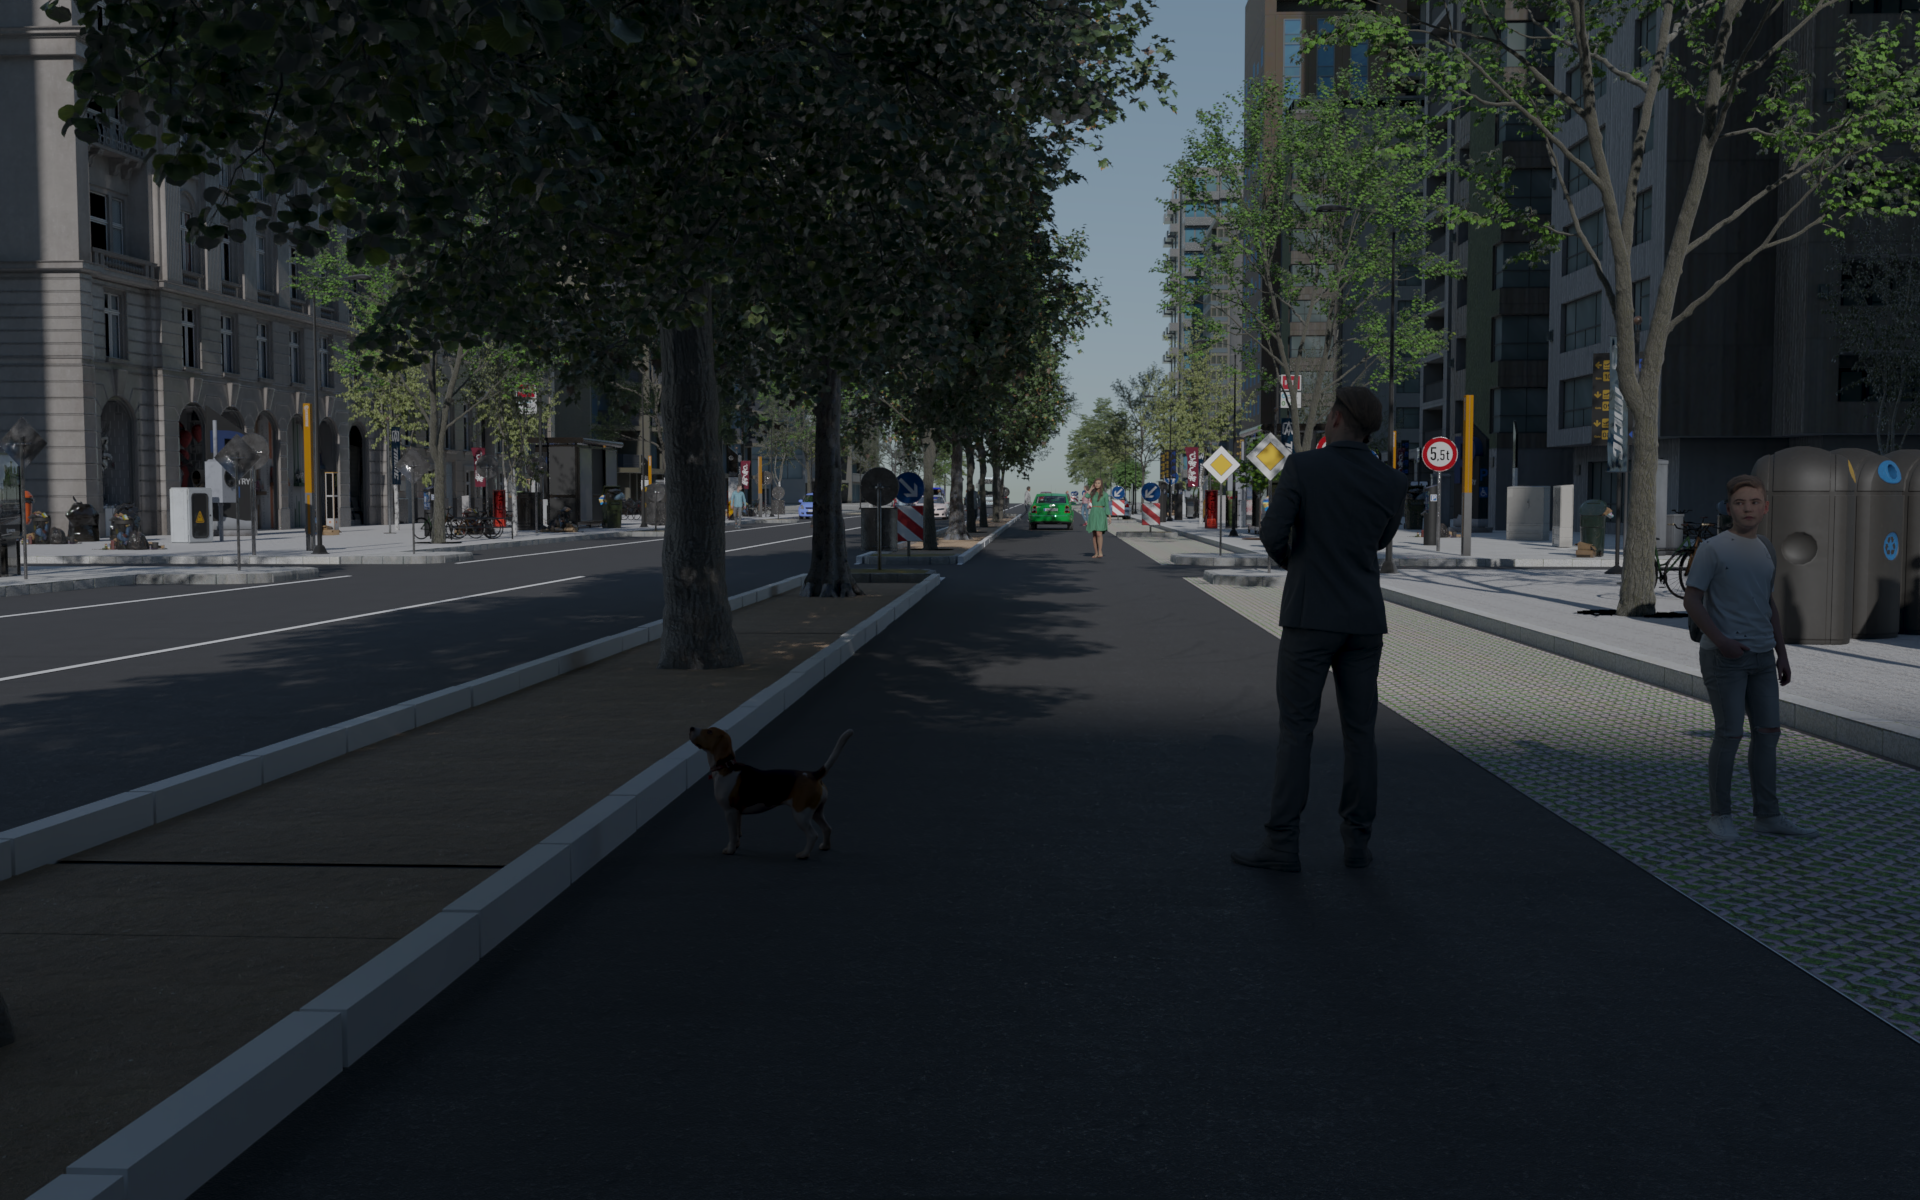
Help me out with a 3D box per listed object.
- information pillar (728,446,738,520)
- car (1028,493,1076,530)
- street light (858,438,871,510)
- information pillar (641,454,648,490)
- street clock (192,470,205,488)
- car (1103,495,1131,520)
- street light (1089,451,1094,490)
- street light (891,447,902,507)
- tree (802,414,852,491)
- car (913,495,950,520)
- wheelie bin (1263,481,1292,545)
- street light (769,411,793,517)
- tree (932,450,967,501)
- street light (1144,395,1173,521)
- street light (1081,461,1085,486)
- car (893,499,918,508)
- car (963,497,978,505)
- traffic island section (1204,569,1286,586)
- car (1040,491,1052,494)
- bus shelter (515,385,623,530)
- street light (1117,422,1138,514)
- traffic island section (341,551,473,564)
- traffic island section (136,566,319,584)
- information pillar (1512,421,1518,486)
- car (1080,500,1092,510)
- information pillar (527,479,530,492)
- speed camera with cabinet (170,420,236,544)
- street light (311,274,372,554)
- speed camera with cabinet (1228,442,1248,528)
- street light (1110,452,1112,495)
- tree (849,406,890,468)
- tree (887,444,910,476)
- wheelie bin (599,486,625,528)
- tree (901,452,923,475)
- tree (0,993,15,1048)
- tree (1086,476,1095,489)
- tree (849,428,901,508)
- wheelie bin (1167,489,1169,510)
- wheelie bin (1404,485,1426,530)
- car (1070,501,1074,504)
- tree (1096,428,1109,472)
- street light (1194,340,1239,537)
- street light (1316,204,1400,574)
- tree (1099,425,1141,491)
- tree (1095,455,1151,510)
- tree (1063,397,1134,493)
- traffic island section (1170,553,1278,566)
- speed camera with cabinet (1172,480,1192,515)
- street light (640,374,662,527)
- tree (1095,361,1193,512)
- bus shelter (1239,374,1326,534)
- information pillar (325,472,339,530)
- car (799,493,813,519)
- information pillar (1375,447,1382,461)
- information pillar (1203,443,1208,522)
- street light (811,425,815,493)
[{"bbox_3d":[-11.161,-5.741,85.212,0.504,3.616,0.183,0,4,5],"label":"information pillar"},{"bbox_3d":[3.732,-3.771,70.451,1.959,1.807,4.718,0,4,4],"label":"car"},{"bbox_3d":[-7.690,-10.419,142.893,1.470,5.913,1.316,0,4,3],"label":"street light"},{"bbox_3d":[-18.587,-6.778,102.177,0.504,3.616,0.183,1,4,21],"label":"information pillar"},{"bbox_3d":[-22.574,-2.868,51.470,0.471,2.002,0.358,2,4,33],"label":"street clock"},{"bbox_3d":[8.286,-5.007,93.875,2.014,1.417,4.499,0,4,1],"label":"car"},{"bbox_3d":[14.617,-13.098,186.691,1.470,5.913,1.316,0,4,3],"label":"street light"},{"bbox_3d":[-6.214,-12.218,172.304,1.470,5.913,1.316,0,4,3],"label":"street light"},{"bbox_3d":[-9.884,-10.883,128.292,4.737,8.622,4.395,0,3,0],"label":"tree"},{"bbox_3d":[-1.609,-5.238,98.000,2.083,1.381,4.827,0,4,2],"label":"car"},{"bbox_3d":[7.596,-1.995,40.527,0.980,1.594,0.693,0,4,-1],"label":"wheelie bin"},{"bbox_3d":[-9.949,-7.577,96.421,1.470,5.913,1.316,0,4,3],"label":"street light"},{"bbox_3d":[-2.233,-21.278,266.017,7.486,12.596,7.792,0,3,0],"label":"tree"},{"bbox_3d":[9.317,-6.649,81.256,1.470,5.913,1.316,0,4,3],"label":"street light"},{"bbox_3d":[17.481,-16.417,240.960,1.470,5.913,1.316,0,4,3],"label":"street light"},{"bbox_3d":[-3.774,-7.042,124.173,2.155,1.783,4.494,0,4,2],"label":"car"},{"bbox_3d":[1.447,-13.165,225.037,2.009,1.686,4.222,0,4,4],"label":"car"},{"bbox_3d":[5.035,-0.356,28.104,2.009,0.180,2.903,0,4,3],"label":"traffic island section"},{"bbox_3d":[11.569,-13.717,232.939,2.281,1.827,5.304,0,4,4],"label":"car"},{"bbox_3d":[-14.820,-5.358,65.238,2.179,5.291,8.768,0,4,3],"label":"bus shelter"},{"bbox_3d":[10.713,-8.465,110.940,1.470,5.913,1.316,0,4,3],"label":"street light"},{"bbox_3d":[-11.673,-0.898,36.961,2.009,0.180,2.903,0,4,3],"label":"traffic island section"},{"bbox_3d":[-12.084,-0.410,28.987,2.009,0.180,2.903,0,4,3],"label":"traffic island section"},{"bbox_3d":[17.694,-3.906,55.217,0.183,3.616,0.504,1,4,9],"label":"information pillar"},{"bbox_3d":[10.847,-7.962,142.759,1.945,1.354,3.894,0,4,3],"label":"car"},{"bbox_3d":[-21.114,-4.939,85.236,0.304,2.012,0.304,-2,4,-35],"label":"information pillar"},{"bbox_3d":[-19.967,-3.147,45.790,0.660,3.252,2.038,1,4,15],"label":"speed camera with cabinet"},{"bbox_3d":[-13.136,-3.930,36.793,1.470,5.913,1.316,0,4,3],"label":"street light"},{"bbox_3d":[10.942,-4.388,66.077,0.660,3.252,2.038,3,4,38],"label":"speed camera with cabinet"},{"bbox_3d":[11.645,-9.490,127.697,1.470,5.913,1.316,0,4,3],"label":"street light"},{"bbox_3d":[-6.810,-16.732,183.930,12.009,13.543,11.850,0,3,0],"label":"tree"},{"bbox_3d":[-5.267,-16.925,211.132,8.767,10.594,7.601,-3,5,-41],"label":"tree"},{"bbox_3d":[-13.040,-3.497,65.092,0.980,1.594,0.693,-2,4,-32],"label":"wheelie bin"},{"bbox_3d":[-5.931,-15.267,199.971,4.360,8.622,3.978,0,3,0],"label":"tree"},{"bbox_3d":[-2.804,-5.798,3.908,9.857,13.997,8.962,0,3,0],"label":"tree"},{"bbox_3d":[18.279,-14.760,225.039,4.285,4.588,4.351,0,3,0],"label":"tree"},{"bbox_3d":[-7.953,-12.303,151.514,4.360,8.622,3.978,0,3,0],"label":"tree"},{"bbox_3d":[12.750,-6.101,107.666,0.693,1.594,0.980,-2,4,-35],"label":"wheelie bin"},{"bbox_3d":[16.419,-3.339,62.498,0.980,1.594,0.693,0,4,4],"label":"wheelie bin"},{"bbox_3d":[5.285,-5.238,95.428,2.009,1.686,4.222,0,4,4],"label":"car"},{"bbox_3d":[14.181,-12.344,152.194,4.737,8.622,4.395,0,3,0],"label":"tree"},{"bbox_3d":[7.731,-4.873,52.219,1.470,5.913,1.316,0,4,3],"label":"street light"},{"bbox_3d":[6.404,-3.386,27.906,1.470,5.913,1.316,0,4,3],"label":"street light"},{"bbox_3d":[15.690,-13.481,170.784,4.360,8.622,3.978,0,3,0],"label":"tree"},{"bbox_3d":[14.082,-9.724,142.706,4.285,4.588,4.351,0,3,0],"label":"tree"},{"bbox_3d":[17.026,-17.408,202.747,7.486,12.596,7.792,0,3,0],"label":"tree"},{"bbox_3d":[5.445,-0.844,36.078,2.009,0.180,2.903,0,4,3],"label":"traffic island section"},{"bbox_3d":[13.603,-6.773,105.069,0.660,3.252,2.038,-3,4,-38],"label":"speed camera with cabinet"},{"bbox_3d":[-11.651,-5.753,66.606,1.470,5.913,1.316,0,4,3],"label":"street light"},{"bbox_3d":[13.028,-11.389,120.630,7.601,10.594,8.767,-1,4,-22],"label":"tree"},{"bbox_3d":[10.224,-4.768,55.594,2.179,5.291,8.768,0,4,3],"label":"bus shelter"},{"bbox_3d":[-21.166,-3.296,58.385,0.304,2.012,0.304,1,4,12],"label":"information pillar"},{"bbox_3d":[-8.211,-5.480,99.187,1.945,1.707,3.694,0,4,3],"label":"car"},{"bbox_3d":[20.638,-5.761,85.547,0.183,3.616,0.504,-1,4,-17],"label":"information pillar"},{"bbox_3d":[11.134,-5.330,78.503,0.183,3.616,0.504,-1,4,-9],"label":"information pillar"},{"bbox_3d":[-9.190,-8.615,113.388,1.470,5.913,1.316,0,4,3],"label":"street light"}]
